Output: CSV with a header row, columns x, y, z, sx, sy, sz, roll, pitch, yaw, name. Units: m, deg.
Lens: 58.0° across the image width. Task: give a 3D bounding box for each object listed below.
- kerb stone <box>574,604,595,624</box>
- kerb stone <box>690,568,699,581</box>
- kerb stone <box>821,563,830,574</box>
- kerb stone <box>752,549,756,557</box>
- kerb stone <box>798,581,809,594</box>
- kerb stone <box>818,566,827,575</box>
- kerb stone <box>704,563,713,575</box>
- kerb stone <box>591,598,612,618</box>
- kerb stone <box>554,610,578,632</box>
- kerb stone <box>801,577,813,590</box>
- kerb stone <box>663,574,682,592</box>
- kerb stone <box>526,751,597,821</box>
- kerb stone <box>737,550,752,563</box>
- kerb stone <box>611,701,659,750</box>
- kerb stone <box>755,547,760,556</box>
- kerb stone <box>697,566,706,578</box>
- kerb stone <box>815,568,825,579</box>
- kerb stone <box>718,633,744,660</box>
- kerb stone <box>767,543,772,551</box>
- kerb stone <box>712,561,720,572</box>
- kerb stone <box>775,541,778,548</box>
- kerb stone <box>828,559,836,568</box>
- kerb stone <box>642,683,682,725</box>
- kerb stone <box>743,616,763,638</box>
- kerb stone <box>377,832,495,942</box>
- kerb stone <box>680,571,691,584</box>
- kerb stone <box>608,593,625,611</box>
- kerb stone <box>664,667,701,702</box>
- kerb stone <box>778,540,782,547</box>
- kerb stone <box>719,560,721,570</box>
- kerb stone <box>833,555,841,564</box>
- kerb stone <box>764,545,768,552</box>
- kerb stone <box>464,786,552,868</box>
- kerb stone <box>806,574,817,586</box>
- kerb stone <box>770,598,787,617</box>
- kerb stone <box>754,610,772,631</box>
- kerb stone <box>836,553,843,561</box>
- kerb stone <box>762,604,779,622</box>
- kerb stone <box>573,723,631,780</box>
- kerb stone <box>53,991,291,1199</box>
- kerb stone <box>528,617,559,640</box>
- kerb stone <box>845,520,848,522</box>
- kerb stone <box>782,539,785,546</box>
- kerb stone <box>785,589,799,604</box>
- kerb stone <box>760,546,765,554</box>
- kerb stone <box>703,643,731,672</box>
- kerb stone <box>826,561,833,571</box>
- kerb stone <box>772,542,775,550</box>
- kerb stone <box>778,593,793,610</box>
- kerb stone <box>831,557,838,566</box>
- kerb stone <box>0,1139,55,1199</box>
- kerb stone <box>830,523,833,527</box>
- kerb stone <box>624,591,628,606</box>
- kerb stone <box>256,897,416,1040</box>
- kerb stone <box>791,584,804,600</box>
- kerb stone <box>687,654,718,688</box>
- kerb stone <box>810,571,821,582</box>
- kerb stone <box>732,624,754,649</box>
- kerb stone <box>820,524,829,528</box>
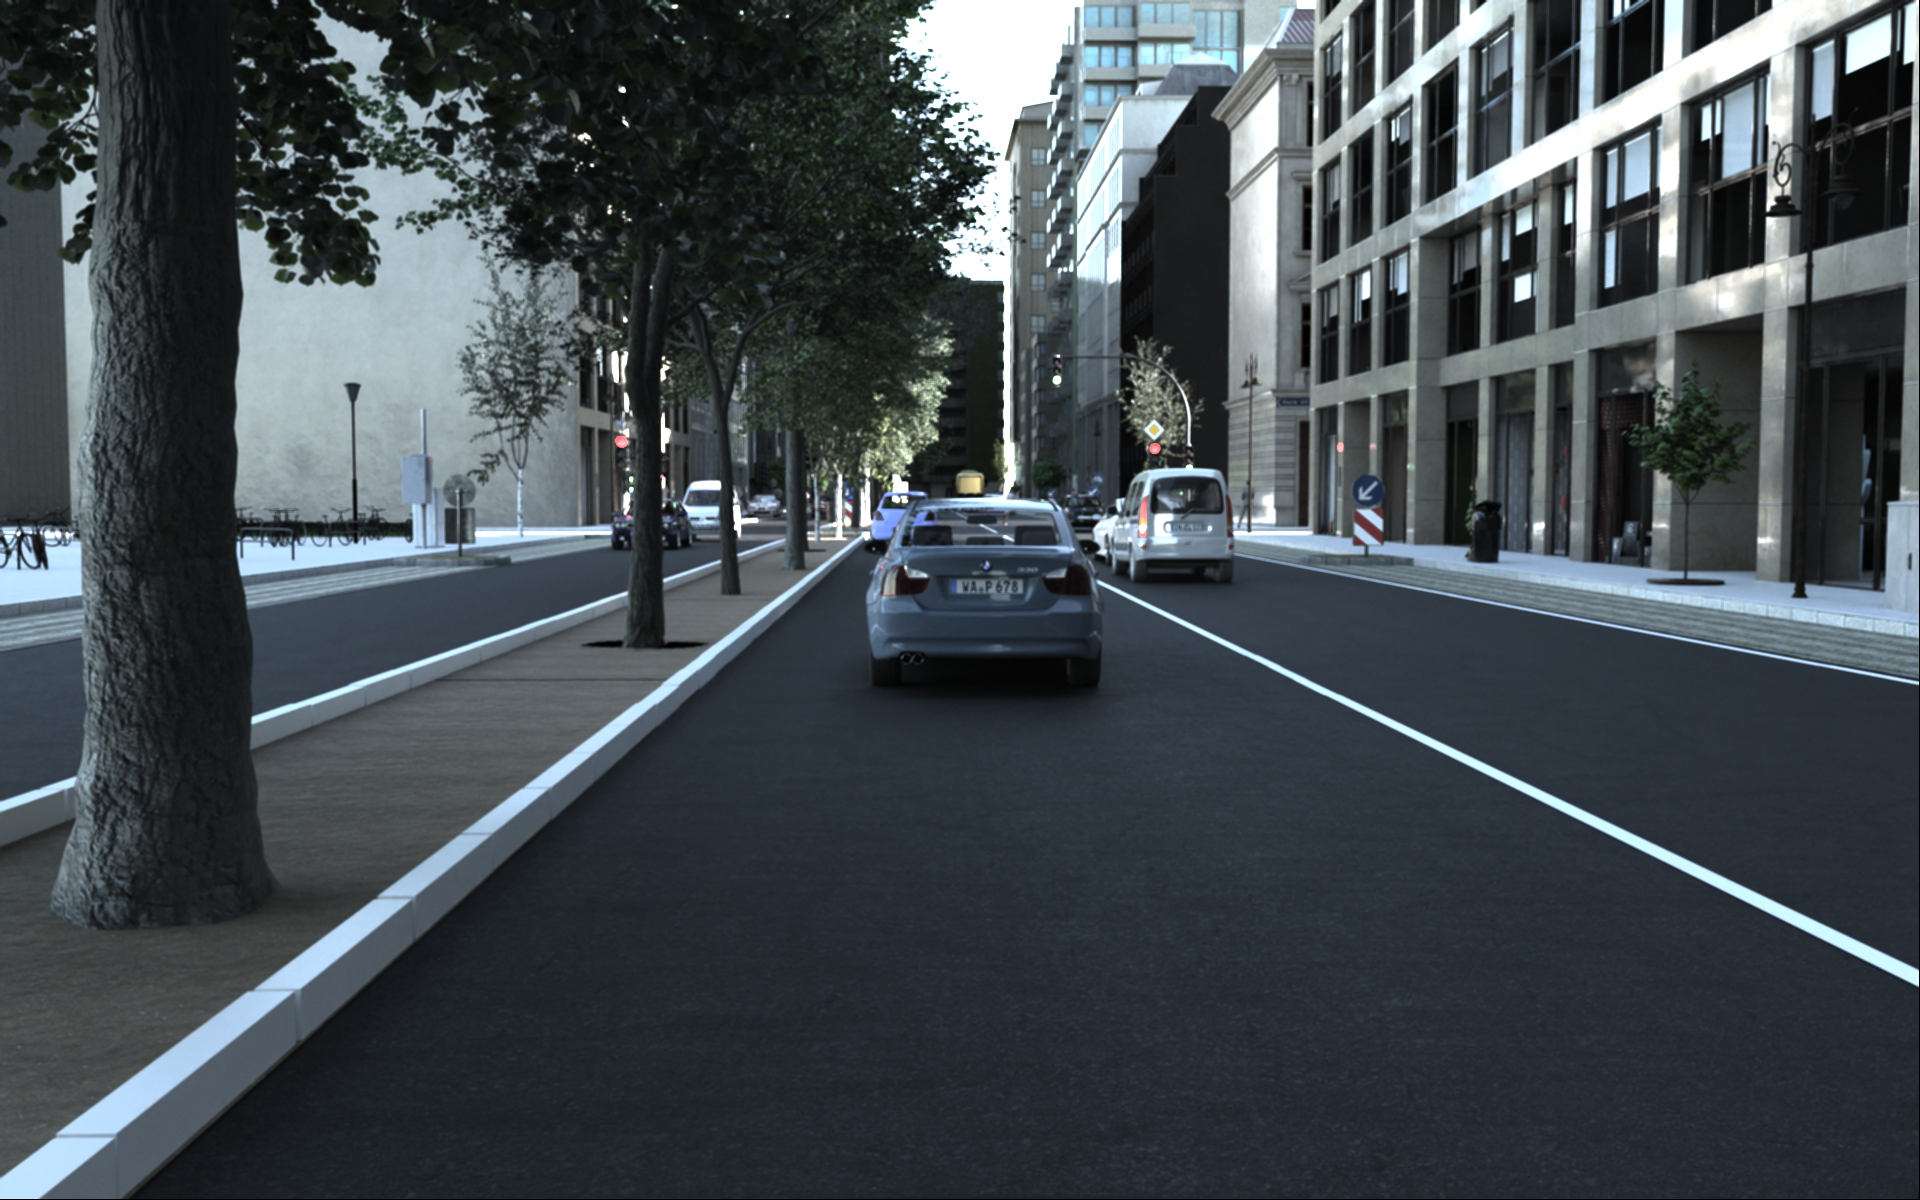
x,y,z,sx,sy,sz,roll,pitch,yaw,name
-4.244,0.184,19.294,0.120,0.150,1.000,0,4,-1,kerb stone
-4.465,-0.386,28.507,0.120,0.150,1.000,0,4,-1,kerb stone
-2.421,-0.515,30.613,0.120,0.150,1.000,0,4,-1,kerb stone
-4.726,-1.014,38.769,0.120,0.150,1.000,0,4,-1,kerb stone
-2.267,-0.133,24.475,0.120,0.150,1.000,0,4,-1,kerb stone
-2.394,-0.447,29.588,0.120,0.150,1.000,0,4,-1,kerb stone
-4.518,-0.512,30.562,0.120,0.150,1.000,0,4,-1,kerb stone
-4.263,0.116,20.316,0.120,0.150,1.000,0,4,-1,kerb stone
-4.213,0.245,18.273,0.120,0.150,1.000,0,4,-1,kerb stone
-2.294,-0.199,25.499,0.120,0.150,1.000,0,4,-1,kerb stone
-4.421,-0.260,26.459,0.120,0.150,1.000,0,4,-1,kerb stone
-1.859,0.864,8.078,0.120,0.150,1.000,0,4,-1,kerb stone
-4.694,-0.949,37.740,0.120,0.150,1.000,0,4,-1,kerb stone
-1.911,0.738,10.121,0.120,0.150,1.000,0,4,-1,kerb stone
-4.750,-1.071,39.791,0.120,0.150,1.000,0,4,-1,kerb stone
-4.490,-0.449,29.537,0.120,0.150,1.000,0,4,-1,kerb stone
-2.363,-0.390,28.566,0.120,0.150,1.000,0,4,-1,kerb stone
-2.037,0.426,15.236,0.120,0.150,1.000,0,4,-1,kerb stone
-4.823,-1.264,42.856,0.120,0.150,1.000,0,4,-1,kerb stone
-4.546,-0.575,31.594,0.120,0.150,1.000,0,4,-1,kerb stone
-4.876,-1.388,44.899,0.120,0.150,1.000,0,4,-1,kerb stone
-2.471,-0.635,32.659,0.120,0.150,1.000,0,4,-1,kerb stone
-1.933,0.683,11.145,0.120,0.150,1.000,0,4,-1,kerb stone
-2.093,0.300,17.291,0.120,0.150,1.000,0,4,-1,kerb stone
-1.811,0.989,6.029,0.120,0.150,1.000,0,4,-1,kerb stone
-4.440,-0.323,27.480,0.120,0.150,1.000,0,4,-1,kerb stone
-4.298,0.052,21.337,0.120,0.150,1.000,0,4,-1,kerb stone
-1.963,0.613,12.166,0.120,0.150,1.000,0,4,-1,kerb stone
-4.895,-1.452,45.934,0.120,0.150,1.000,0,4,-1,kerb stone
-4.568,-0.637,32.615,0.120,0.150,1.000,0,4,-1,kerb stone
-2.520,-0.765,34.709,0.120,0.150,1.000,0,4,-1,kerb stone
-4.805,-1.201,41.834,0.120,0.150,1.000,0,4,-1,kerb stone
-1.839,0.927,7.056,0.120,0.150,1.000,0,4,-1,kerb stone
-2.322,-0.264,26.520,0.120,0.150,1.000,0,4,-1,kerb stone
-2.165,0.112,20.369,0.120,0.150,1.000,0,4,-1,kerb stone
-2.114,0.238,18.322,0.120,0.150,1.000,0,4,-1,kerb stone
-2.550,-0.825,35.733,0.120,0.150,1.000,0,4,-1,kerb stone
-2.146,0.174,19.343,0.120,0.150,1.000,0,4,-1,kerb stone
-1.884,0.801,9.100,0.120,0.150,1.000,0,4,-1,kerb stone
-1.766,1.116,3.978,0.120,0.150,1.000,0,4,-1,kerb stone
-4.188,0.302,17.251,0.120,0.150,1.000,0,4,-1,kerb stone
-6.100,-4.428,94.642,0.120,0.150,1.000,0,4,-1,kerb stone
-4.923,-1.515,46.964,0.120,0.150,1.000,0,4,-1,kerb stone
-2.217,-0.010,22.417,0.120,0.150,1.000,0,4,-1,kerb stone
-4.771,-1.139,40.813,0.120,0.150,1.000,0,4,-1,kerb stone
-2.015,0.488,14.209,0.120,0.150,1.000,0,4,-1,kerb stone
-2.446,-0.577,31.637,0.120,0.150,1.000,0,4,-1,kerb stone
-4.847,-1.326,43.878,0.120,0.150,1.000,0,4,-1,kerb stone
-2.190,0.049,21.395,0.120,0.150,1.000,0,4,-1,kerb stone
-2.499,-0.702,33.680,0.120,0.150,1.000,0,4,-1,kerb stone
-1.732,1.177,2.957,0.120,0.150,1.000,0,4,-1,kerb stone
-5.573,-3.113,73.145,0.120,0.150,1.000,0,4,-1,kerb stone
-4.312,-0.010,22.359,0.120,0.150,1.000,0,4,-1,kerb stone
-1.786,1.055,5.003,0.120,0.150,1.000,0,4,-1,kerb stone
-2.236,-0.076,23.443,0.120,0.150,1.000,0,4,-1,kerb stone
-1.981,0.551,13.187,0.120,0.150,1.000,0,4,-1,kerb stone
-2.347,-0.327,27.544,0.120,0.150,1.000,0,4,-1,kerb stone
-2.061,0.363,16.258,0.120,0.150,1.000,0,4,-1,kerb stone
-5.503,-2.926,70.060,0.120,0.150,1.000,0,4,-1,kerb stone
